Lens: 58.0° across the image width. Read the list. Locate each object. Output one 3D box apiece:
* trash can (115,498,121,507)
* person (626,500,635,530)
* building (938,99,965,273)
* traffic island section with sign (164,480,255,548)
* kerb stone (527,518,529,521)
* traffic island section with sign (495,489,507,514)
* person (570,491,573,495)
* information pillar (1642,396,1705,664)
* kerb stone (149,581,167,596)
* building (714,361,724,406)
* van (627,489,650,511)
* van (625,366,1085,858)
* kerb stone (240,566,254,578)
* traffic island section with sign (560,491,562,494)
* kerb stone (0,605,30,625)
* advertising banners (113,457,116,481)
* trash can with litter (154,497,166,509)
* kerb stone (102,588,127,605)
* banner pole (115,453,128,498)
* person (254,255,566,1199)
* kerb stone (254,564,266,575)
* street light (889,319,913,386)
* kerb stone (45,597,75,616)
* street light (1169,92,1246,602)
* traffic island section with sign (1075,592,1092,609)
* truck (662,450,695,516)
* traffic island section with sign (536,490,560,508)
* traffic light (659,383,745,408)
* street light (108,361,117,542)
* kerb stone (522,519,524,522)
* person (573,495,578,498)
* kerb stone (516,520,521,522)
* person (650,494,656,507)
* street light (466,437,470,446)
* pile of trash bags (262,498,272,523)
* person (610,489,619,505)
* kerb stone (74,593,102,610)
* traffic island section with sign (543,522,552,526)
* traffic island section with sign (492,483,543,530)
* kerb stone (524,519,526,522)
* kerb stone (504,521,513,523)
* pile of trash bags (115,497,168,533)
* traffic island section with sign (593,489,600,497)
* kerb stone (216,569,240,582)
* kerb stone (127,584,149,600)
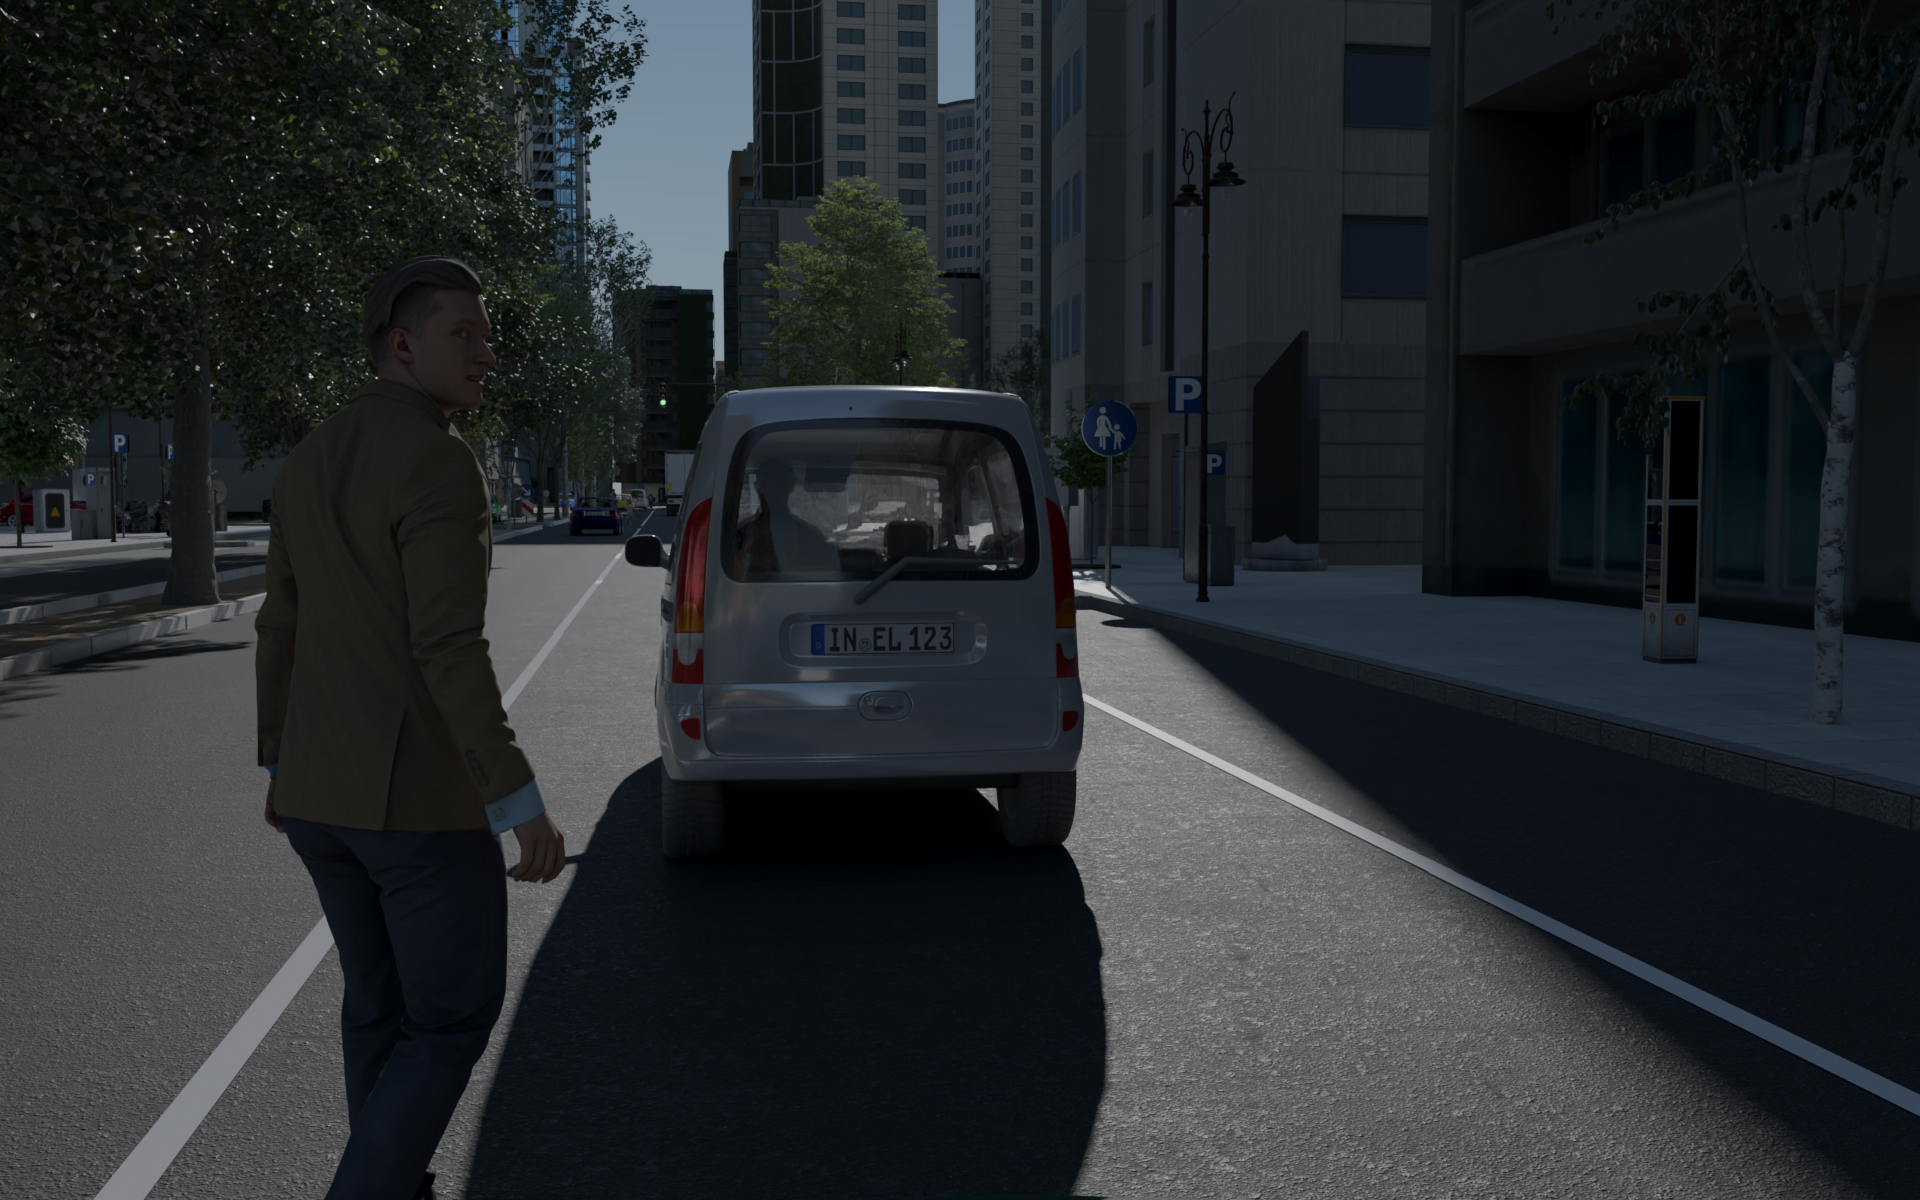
[{"bbox_3d":[-29.904,-3.012,60.901,0.748,1.137,0.748,0,3,0],"label":"trash can"},{"bbox_3d":[-12.971,-3.353,68.337,0.382,1.210,0.505,-1,4,-22],"label":"person"},{"bbox_3d":[8.854,-43.557,254.150,28.212,58.520,21.231,-1,4,-10],"label":"building"},{"bbox_3d":[-20.226,-2.336,46.821,1.989,1.847,2.006,-1,4,-10],"label":"traffic island section with sign"},{"bbox_3d":[-22.330,-4.075,88.823,0.120,0.150,1.000,-1,4,-10],"label":"kerb stone"},{"bbox_3d":[-33.920,-7.284,127.715,1.989,1.847,2.006,-1,4,-10],"label":"traffic island section with sign"},{"bbox_3d":[-38.912,-10.020,173.011,0.721,1.739,1.217,-1,4,-17],"label":"person"},{"bbox_3d":[5.418,-0.531,13.167,0.304,2.012,0.304,0,4,-6],"label":"information pillar"},{"bbox_3d":[-11.462,-0.147,24.604,0.120,0.150,1.000,-1,4,-10],"label":"kerb stone"},{"bbox_3d":[-21.212,-25.027,254.226,28.899,21.520,27.650,-1,4,-10],"label":"building"},{"bbox_3d":[-27.088,-8.479,145.650,2.013,2.044,4.112,0,4,-8],"label":"van"},{"bbox_3d":[-0.596,-0.078,8.280,2.013,2.044,4.112,-1,4,-9],"label":"van"},{"bbox_3d":[-12.316,-0.457,29.674,0.120,0.150,1.000,-1,4,-10],"label":"kerb stone"},{"bbox_3d":[-46.927,-11.979,204.490,1.989,1.847,2.006,-1,4,-10],"label":"traffic island section with sign"},{"bbox_3d":[-10.606,0.162,19.556,0.120,0.150,1.000,-1,4,-10],"label":"kerb stone"},{"bbox_3d":[-40.278,-5.223,81.584,2.074,3.025,0.090,2,4,35],"label":"advertising banners"},{"bbox_3d":[-28.219,-3.089,61.890,0.624,1.170,1.055,1,4,13],"label":"trash can with litter"},{"bbox_3d":[-11.110,-0.023,22.582,0.120,0.150,1.000,-1,4,-10],"label":"kerb stone"},{"bbox_3d":[-37.640,-5.362,77.681,0.863,3.779,0.401,1,4,21],"label":"banner pole"},{"bbox_3d":[-0.944,0.336,2.922,0.656,1.842,0.836,1,4,8],"label":"person"},{"bbox_3d":[-12.491,-0.519,30.689,0.120,0.150,1.000,-1,4,-10],"label":"kerb stone"},{"bbox_3d":[-1.568,-4.479,46.018,0.468,5.910,1.993,-1,4,-10],"label":"street light"},{"bbox_3d":[-10.770,0.104,20.567,0.120,0.150,1.000,-1,4,-10],"label":"kerb stone"},{"bbox_3d":[2.895,-2.916,20.472,0.468,5.910,1.993,-1,4,-10],"label":"street light"},{"bbox_3d":[0.518,-0.844,22.435,1.989,1.847,2.006,-1,4,-10],"label":"traffic island section with sign"},{"bbox_3d":[-18.635,-7.825,116.851,2.839,4.237,11.283,-1,4,-10],"label":"truck"},{"bbox_3d":[-42.293,-10.310,177.188,1.989,1.847,2.006,-1,4,-10],"label":"traffic island section with sign"},{"bbox_3d":[-9.914,-5.897,71.089,4.771,5.953,1.251,-1,4,-10],"label":"traffic light"},{"bbox_3d":[-22.542,-4.475,45.953,0.468,5.910,1.993,-1,4,-10],"label":"street light"},{"bbox_3d":[-21.821,-3.889,85.784,0.120,0.150,1.000,-1,4,-10],"label":"kerb stone"},{"bbox_3d":[-47.574,-12.588,214.303,0.705,1.826,1.348,1,4,16],"label":"person"},{"bbox_3d":[-21.480,-3.765,83.759,0.120,0.150,1.000,-1,4,-10],"label":"kerb stone"},{"bbox_3d":[-34.838,-11.285,196.245,0.697,1.427,0.421,1,4,11],"label":"person"},{"bbox_3d":[-36.494,-9.529,128.584,0.468,5.910,1.993,-1,4,-10],"label":"street light"},{"bbox_3d":[-30.833,-4.239,79.058,1.912,1.369,3.447,-1,4,-20],"label":"pile of trash bags"},{"bbox_3d":[-24.218,-6.887,121.197,0.616,1.811,0.778,1,4,14],"label":"person"},{"bbox_3d":[-10.947,0.038,21.573,0.120,0.150,1.000,-1,4,-10],"label":"kerb stone"},{"bbox_3d":[-19.348,-4.243,77.508,2.006,1.907,1.989,-1,4,-10],"label":"traffic island section with sign"},{"bbox_3d":[-18.120,-3.796,70.203,2.006,1.907,1.989,-1,4,-10],"label":"traffic island section with sign"},{"bbox_3d":[-21.989,-3.951,86.793,0.120,0.150,1.000,-1,4,-10],"label":"kerb stone"},{"bbox_3d":[-20.788,-3.518,79.713,0.120,0.150,1.000,-1,4,-10],"label":"kerb stone"},{"bbox_3d":[-26.889,-2.941,57.846,1.912,1.369,3.447,1,4,18],"label":"pile of trash bags"},{"bbox_3d":[-31.906,-8.774,151.594,2.006,1.907,1.989,-1,4,-10],"label":"traffic island section with sign"},{"bbox_3d":[-12.142,-0.395,28.657,0.120,0.150,1.000,-1,4,-10],"label":"kerb stone"},{"bbox_3d":[-11.290,-0.083,23.595,0.120,0.150,1.000,-1,4,-10],"label":"kerb stone"}]
